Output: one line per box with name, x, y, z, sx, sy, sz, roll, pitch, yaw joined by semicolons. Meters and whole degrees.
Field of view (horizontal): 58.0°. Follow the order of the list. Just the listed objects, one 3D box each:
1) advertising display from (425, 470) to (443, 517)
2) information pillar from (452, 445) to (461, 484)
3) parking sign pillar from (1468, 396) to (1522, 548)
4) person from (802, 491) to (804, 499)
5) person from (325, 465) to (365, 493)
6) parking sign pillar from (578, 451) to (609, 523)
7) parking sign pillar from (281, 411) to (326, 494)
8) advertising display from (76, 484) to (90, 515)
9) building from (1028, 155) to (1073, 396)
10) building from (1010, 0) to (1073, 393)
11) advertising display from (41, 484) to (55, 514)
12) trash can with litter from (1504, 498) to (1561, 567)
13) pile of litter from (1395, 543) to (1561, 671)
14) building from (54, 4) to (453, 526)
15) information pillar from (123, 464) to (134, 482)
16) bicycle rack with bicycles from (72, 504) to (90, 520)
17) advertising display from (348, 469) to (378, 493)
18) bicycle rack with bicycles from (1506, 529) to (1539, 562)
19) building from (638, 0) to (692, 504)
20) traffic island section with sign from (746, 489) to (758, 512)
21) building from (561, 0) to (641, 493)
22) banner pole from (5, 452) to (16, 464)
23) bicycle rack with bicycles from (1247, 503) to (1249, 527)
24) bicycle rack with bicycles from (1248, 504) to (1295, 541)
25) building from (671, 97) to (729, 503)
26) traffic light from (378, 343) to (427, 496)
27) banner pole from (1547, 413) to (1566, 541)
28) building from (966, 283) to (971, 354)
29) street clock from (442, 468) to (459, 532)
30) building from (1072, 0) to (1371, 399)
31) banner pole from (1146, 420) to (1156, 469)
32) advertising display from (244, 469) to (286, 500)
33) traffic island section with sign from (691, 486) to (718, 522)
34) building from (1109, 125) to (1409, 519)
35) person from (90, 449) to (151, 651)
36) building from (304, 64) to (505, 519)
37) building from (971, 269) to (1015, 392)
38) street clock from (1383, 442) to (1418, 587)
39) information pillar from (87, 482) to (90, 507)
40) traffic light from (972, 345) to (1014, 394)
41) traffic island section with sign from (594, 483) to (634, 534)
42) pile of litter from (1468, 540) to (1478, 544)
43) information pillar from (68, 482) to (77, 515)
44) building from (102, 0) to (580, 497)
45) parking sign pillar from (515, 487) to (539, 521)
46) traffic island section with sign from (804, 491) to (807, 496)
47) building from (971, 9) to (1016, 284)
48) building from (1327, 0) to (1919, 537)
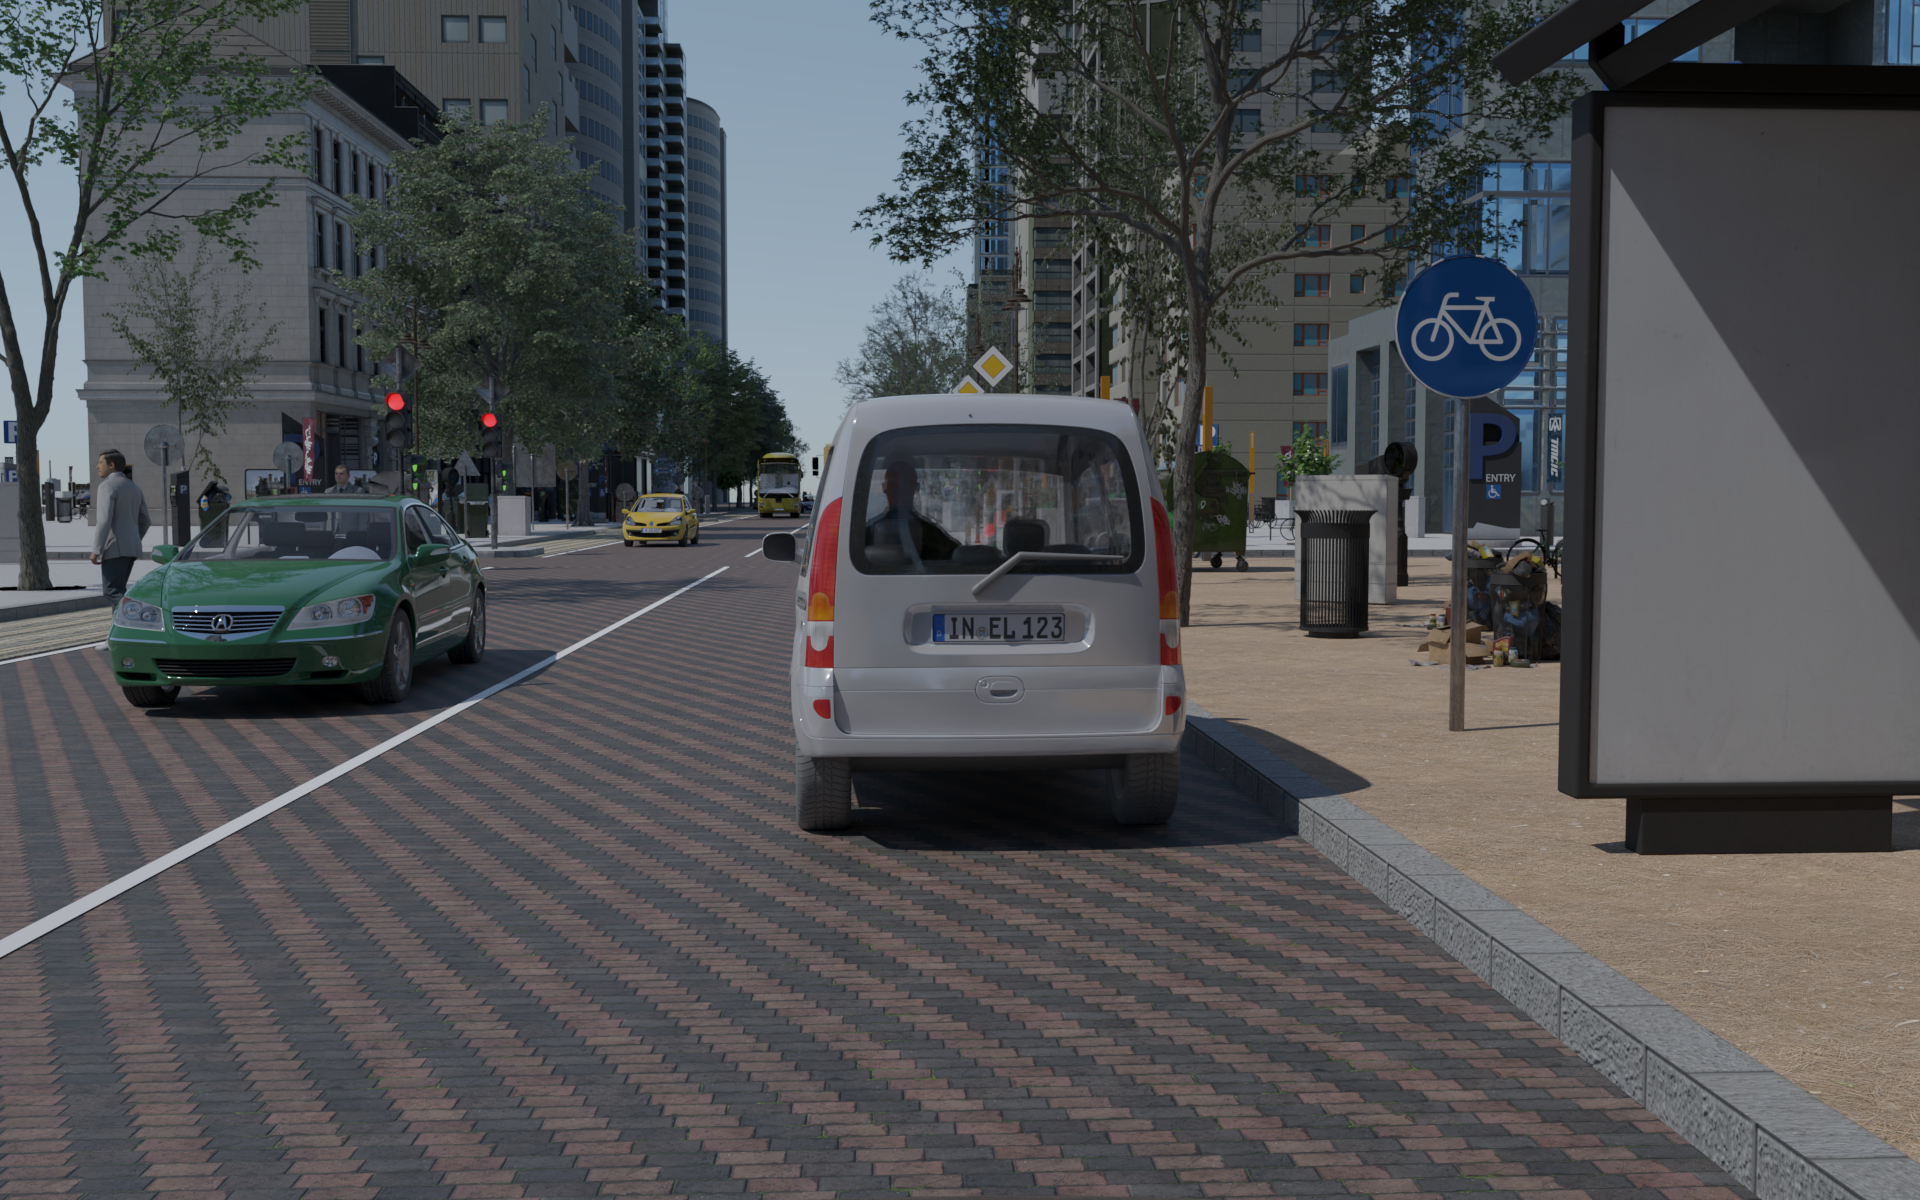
advertising display;-14.007;-2.504;46.146;0.123;1.923;0.974;-3;4;-36
information pillar;-23.883;-5.555;82.183;0.183;3.616;0.504;2;4;26
parking sign pillar;12.840;-3.261;41.783;1.447;3.967;1.447;0;4;7
person;-21.257;-13.880;235.417;0.705;1.826;1.348;1;4;10
person;-8.016;-0.843;22.383;0.694;1.812;0.767;0;4;5
parking sign pillar;-16.284;-5.386;76.536;1.447;3.967;1.447;2;4;33
parking sign pillar;-21.428;-4.166;56.590;1.447;3.967;1.447;-1;4;-22
advertising display;-54.299;-6.237;107.194;0.123;1.923;0.974;3;5;41
building;12.566;-22.930;146.610;14.160;30.474;14.107;0;4;-3
building;19.833;-35.392;167.894;28.713;52.752;27.495;0;4;-3
advertising display;-57.604;-6.384;109.585;0.123;1.923;0.974;2;4;32
trash can with litter;10.612;-1.251;31.516;1.678;1.210;2.233;1;4;13
pile of litter;4.042;0.039;13.325;1.719;0.858;1.176;-2;4;-34
building;-30.309;-13.387;69.782;10.553;20.767;40.483;0;4;-3
information pillar;-20.388;-2.318;42.387;0.304;2.012;0.304;-3;4;-36
bicycle rack with bicycles;-43.246;-4.511;87.140;2.925;0.926;2.852;-1;4;-13
advertising display;-15.491;-2.416;44.715;0.974;1.923;0.123;-3;5;-44
bicycle rack with bicycles;9.505;-0.728;25.280;2.925;0.926;2.852;1;4;17
building;-45.576;-55.661;222.721;22.319;86.520;31.000;0;4;-3
traffic island section with sign;-16.311;-8.050;140.245;1.989;1.847;2.006;0;4;-3
building;-40.995;-37.476;154.733;21.231;58.520;28.212;0;4;-3
banner pole;-55.850;-6.858;102.139;0.863;3.779;0.401;-1;4;-19
bicycle rack with bicycles;10.591;-3.151;64.894;2.925;0.926;2.852;-1;4;-22
bicycle rack with bicycles;9.857;-2.062;47.101;2.925;0.926;2.852;-1;4;-16
building;-45.630;-43.502;253.249;21.231;58.520;28.212;0;4;-3
traffic light;-10.388;-2.649;32.238;0.839;4.253;0.868;0;4;-3
banner pole;16.294;-3.491;47.088;0.401;3.779;0.863;-2;4;-35
building;7.731;-28.509;237.820;14.160;30.474;14.107;0;4;-3
street clock;-14.152;-2.666;48.163;0.358;2.002;0.471;2;4;24
building;17.550;-42.204;128.285;20.563;71.187;20.611;0;4;-3
banner pole;6.364;-4.172;58.229;0.863;3.779;0.401;-3;4;-36
advertising display;-17.700;-2.383;44.168;0.974;1.923;0.123;-1;4;-17
traffic island section with sign;-13.560;-4.961;89.734;1.989;1.847;2.006;0;4;-3
building;24.654;-15.786;103.133;27.650;21.520;28.899;0;4;-3
person;-7.557;-0.451;15.721;0.795;1.843;0.661;1;4;9
building;-33.446;-16.392;97.680;12.332;23.373;15.834;0;4;-3
building;9.270;-27.621;223.300;14.160;30.474;14.107;0;4;-3
street clock;6.090;-1.188;23.986;0.358;2.002;0.471;-2;4;-24
information pillar;-55.128;-6.444;109.853;0.304;2.012;0.304;-3;5;-45
traffic light;0.606;-2.687;32.850;0.839;4.253;0.868;0;4;-3
traffic island section with sign;-12.081;-3.294;62.486;1.989;1.847;2.006;0;4;-3
pile of litter;5.009;-0.152;16.449;1.176;0.858;1.719;-2;4;-33
information pillar;-53.310;-6.086;103.994;0.304;2.012;0.304;1;4;14
building;-43.137;-32.872;126.690;28.713;52.752;27.495;0;4;-3
parking sign pillar;-20.949;-5.812;83.500;1.447;3.967;1.447;2;4;28
traffic island section with sign;-22.261;-14.735;249.541;1.989;1.847;2.006;0;4;-3
building;10.550;-57.868;258.807;22.319;86.520;31.000;0;4;-3
building;30.013;-45.777;61.118;31.000;86.520;22.319;0;4;-3
